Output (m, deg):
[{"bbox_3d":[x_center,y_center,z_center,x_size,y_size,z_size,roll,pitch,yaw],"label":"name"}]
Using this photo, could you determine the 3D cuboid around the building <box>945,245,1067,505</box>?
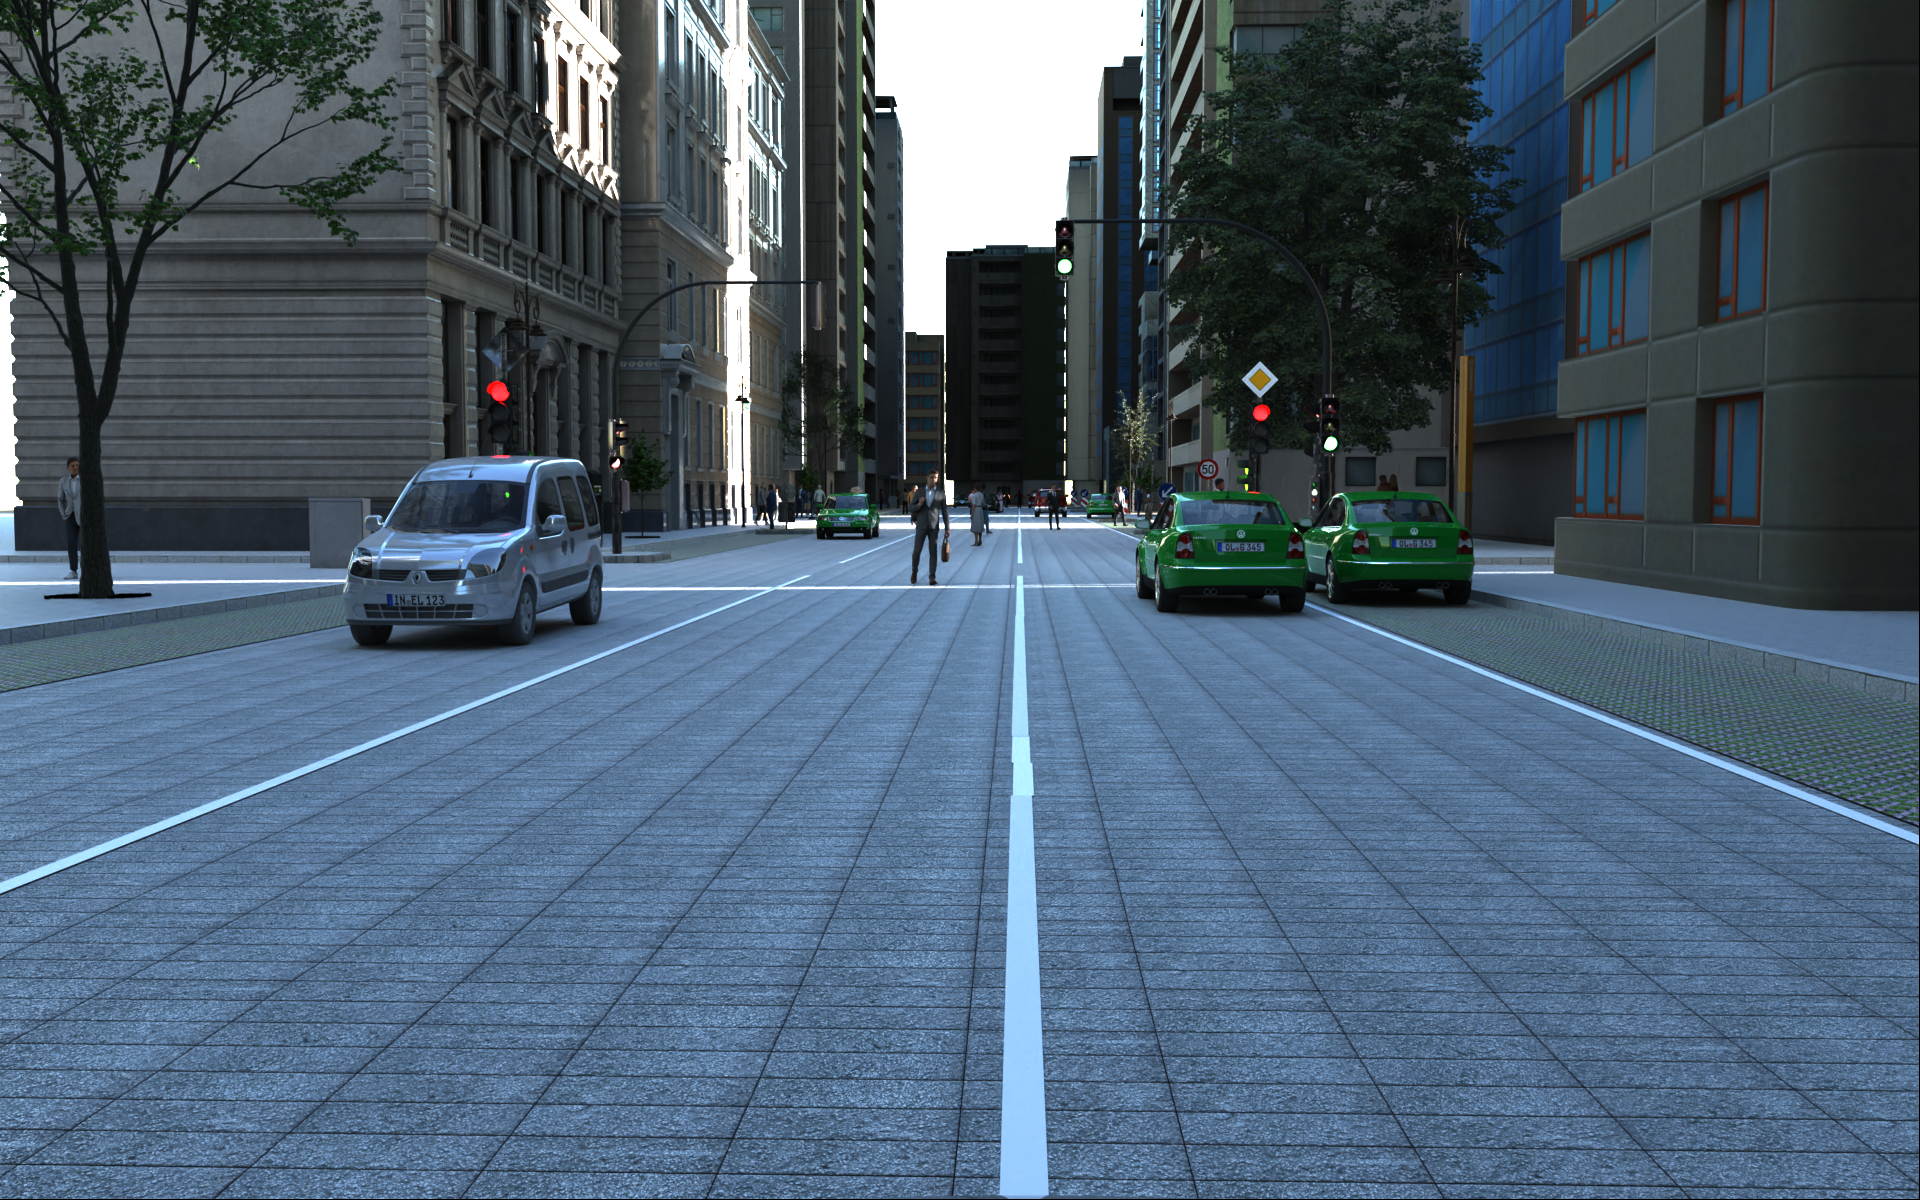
[{"bbox_3d":[5.323,-26.415,203.579,14.107,30.474,14.160,0,4,2],"label":"building"}]

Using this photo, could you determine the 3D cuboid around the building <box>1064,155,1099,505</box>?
[{"bbox_3d":[19.402,-31.737,202.500,14.086,41.232,14.154,0,4,2],"label":"building"}]

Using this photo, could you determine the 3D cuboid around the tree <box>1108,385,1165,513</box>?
[{"bbox_3d":[11.781,-10.215,117.382,4.360,8.622,3.978,0,3,0],"label":"tree"}]

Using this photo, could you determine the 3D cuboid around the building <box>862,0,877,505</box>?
[{"bbox_3d":[-18.134,-31.401,137.105,21.300,48.544,21.600,0,4,2],"label":"building"}]

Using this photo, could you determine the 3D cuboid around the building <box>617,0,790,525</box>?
[{"bbox_3d":[-16.512,-18.471,87.898,13.634,28.700,20.117,0,4,2],"label":"building"}]

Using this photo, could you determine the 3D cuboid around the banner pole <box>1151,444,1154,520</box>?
[{"bbox_3d":[9.687,-5.942,87.166,0.401,3.779,0.863,0,4,0],"label":"banner pole"}]

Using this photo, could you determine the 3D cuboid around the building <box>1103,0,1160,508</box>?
[{"bbox_3d":[24.950,-51.493,154.587,22.319,86.520,31.000,0,4,2],"label":"building"}]

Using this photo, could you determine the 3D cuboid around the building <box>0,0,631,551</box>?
[{"bbox_3d":[-16.263,-13.370,47.475,11.050,23.489,19.941,0,4,2],"label":"building"}]

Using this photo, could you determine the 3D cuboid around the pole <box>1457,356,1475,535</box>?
[{"bbox_3d":[7.485,-1.945,25.652,0.158,3.312,0.155,0,3,0],"label":"pole"}]

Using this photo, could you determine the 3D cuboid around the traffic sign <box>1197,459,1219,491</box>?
[{"bbox_3d":[8.886,-3.793,62.120,0.768,2.556,0.104,1,4,8],"label":"traffic sign"}]

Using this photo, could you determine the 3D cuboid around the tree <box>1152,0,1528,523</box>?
[{"bbox_3d":[9.227,-8.390,43.832,9.857,13.997,8.962,0,3,0],"label":"tree"}]

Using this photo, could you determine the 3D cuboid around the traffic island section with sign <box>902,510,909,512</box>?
[{"bbox_3d":[-3.577,-7.980,139.100,1.989,1.847,2.006,0,4,2],"label":"traffic island section with sign"}]

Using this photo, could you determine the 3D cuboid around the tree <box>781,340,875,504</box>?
[{"bbox_3d":[-8.617,-10.458,105.397,7.601,10.594,8.767,1,4,19],"label":"tree"}]

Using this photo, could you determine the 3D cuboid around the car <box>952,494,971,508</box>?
[{"bbox_3d":[0.247,-10.477,183.089,2.131,1.459,4.920,0,4,1],"label":"car"}]

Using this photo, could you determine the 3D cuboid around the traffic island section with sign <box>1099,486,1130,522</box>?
[{"bbox_3d":[8.123,-4.900,88.743,1.989,1.847,2.006,0,4,2],"label":"traffic island section with sign"}]

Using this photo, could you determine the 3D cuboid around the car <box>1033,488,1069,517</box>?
[{"bbox_3d":[5.724,-6.142,109.092,2.281,1.827,5.304,0,4,3],"label":"car"}]

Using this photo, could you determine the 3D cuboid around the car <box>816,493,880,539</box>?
[{"bbox_3d":[-3.634,-2.915,56.449,1.959,1.807,4.718,0,4,2],"label":"car"}]

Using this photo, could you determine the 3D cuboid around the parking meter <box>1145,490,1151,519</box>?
[{"bbox_3d":[9.659,-4.902,88.565,0.372,1.533,0.369,0,3,0],"label":"parking meter"}]

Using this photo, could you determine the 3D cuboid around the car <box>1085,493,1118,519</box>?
[{"bbox_3d":[8.355,-5.701,102.013,1.959,1.807,4.718,0,4,3],"label":"car"}]

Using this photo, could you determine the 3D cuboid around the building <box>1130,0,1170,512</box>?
[{"bbox_3d":[23.666,-42.229,128.699,20.563,71.187,20.611,0,4,2],"label":"building"}]

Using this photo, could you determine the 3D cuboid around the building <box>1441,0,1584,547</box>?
[{"bbox_3d":[21.301,-24.083,43.866,14.200,45.320,14.600,0,4,2],"label":"building"}]

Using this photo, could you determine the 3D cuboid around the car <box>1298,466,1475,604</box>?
[{"bbox_3d":[5.738,-0.919,23.820,1.959,1.807,4.718,0,4,2],"label":"car"}]

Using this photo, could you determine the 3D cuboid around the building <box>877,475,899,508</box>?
[{"bbox_3d":[-22.146,-28.690,160.970,32.217,40.220,23.993,0,4,2],"label":"building"}]

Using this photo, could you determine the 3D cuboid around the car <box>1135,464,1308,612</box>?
[{"bbox_3d":[3.295,-0.831,22.379,1.959,1.807,4.718,0,4,1],"label":"car"}]

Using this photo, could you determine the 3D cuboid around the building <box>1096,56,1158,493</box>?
[{"bbox_3d":[21.304,-32.320,178.540,14.600,45.320,14.200,0,4,2],"label":"building"}]

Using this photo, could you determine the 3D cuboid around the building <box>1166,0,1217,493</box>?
[{"bbox_3d":[23.426,-29.013,98.072,21.300,48.544,21.600,0,4,2],"label":"building"}]

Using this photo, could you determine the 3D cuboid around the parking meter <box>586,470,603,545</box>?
[{"bbox_3d":[-8.878,-2.223,42.055,0.255,1.863,0.399,-3,5,-40],"label":"parking meter"}]

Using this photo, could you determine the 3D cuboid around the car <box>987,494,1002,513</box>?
[{"bbox_3d":[2.136,-7.356,130.056,2.009,1.686,4.222,0,4,3],"label":"car"}]

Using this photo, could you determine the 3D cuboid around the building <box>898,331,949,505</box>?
[{"bbox_3d":[-16.351,-22.388,211.082,28.899,21.520,27.650,0,4,2],"label":"building"}]

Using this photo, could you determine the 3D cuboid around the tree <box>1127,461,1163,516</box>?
[{"bbox_3d":[11.063,-6.476,100.488,1.663,3.219,1.824,0,3,0],"label":"tree"}]

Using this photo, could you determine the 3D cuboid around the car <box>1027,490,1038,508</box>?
[{"bbox_3d":[7.957,-10.226,175.867,2.281,1.827,5.304,0,4,3],"label":"car"}]

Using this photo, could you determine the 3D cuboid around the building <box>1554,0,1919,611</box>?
[{"bbox_3d":[22.911,-10.238,12.425,27.650,21.520,28.899,0,4,2],"label":"building"}]

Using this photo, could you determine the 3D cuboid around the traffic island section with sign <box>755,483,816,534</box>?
[{"bbox_3d":[-6.208,-3.268,62.063,1.989,1.847,2.006,0,4,2],"label":"traffic island section with sign"}]

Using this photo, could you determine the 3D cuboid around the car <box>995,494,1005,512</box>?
[{"bbox_3d":[2.518,-7.645,137.002,2.014,1.417,4.499,0,4,3],"label":"car"}]

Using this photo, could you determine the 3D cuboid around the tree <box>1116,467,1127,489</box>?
[{"bbox_3d":[11.821,-7.880,123.441,1.663,3.219,1.824,0,3,0],"label":"tree"}]

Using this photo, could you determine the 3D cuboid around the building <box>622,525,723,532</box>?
[{"bbox_3d":[-15.853,-17.211,67.305,13.634,28.700,20.117,0,4,2],"label":"building"}]

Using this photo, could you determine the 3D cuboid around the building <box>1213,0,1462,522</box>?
[{"bbox_3d":[16.777,-23.436,66.774,14.154,41.232,14.086,0,4,2],"label":"building"}]

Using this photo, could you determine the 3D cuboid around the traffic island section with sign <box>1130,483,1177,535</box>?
[{"bbox_3d":[7.205,-3.242,61.635,1.989,1.847,2.006,0,4,2],"label":"traffic island section with sign"}]

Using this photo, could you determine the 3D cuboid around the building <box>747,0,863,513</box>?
[{"bbox_3d":[-14.244,-26.653,119.376,14.154,41.232,14.086,0,4,2],"label":"building"}]

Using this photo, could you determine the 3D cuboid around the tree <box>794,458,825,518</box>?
[{"bbox_3d":[-8.294,-6.058,93.652,1.663,3.219,1.824,0,3,0],"label":"tree"}]

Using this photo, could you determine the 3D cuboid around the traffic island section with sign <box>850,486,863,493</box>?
[{"bbox_3d":[-5.294,-4.916,89.003,1.989,1.847,2.006,0,4,2],"label":"traffic island section with sign"}]

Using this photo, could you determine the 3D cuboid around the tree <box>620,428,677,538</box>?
[{"bbox_3d":[-9.264,-3.413,50.411,1.663,3.219,1.824,0,3,0],"label":"tree"}]

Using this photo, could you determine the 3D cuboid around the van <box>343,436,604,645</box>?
[{"bbox_3d":[-4.869,-0.655,17.726,2.013,2.044,4.112,0,4,2],"label":"van"}]

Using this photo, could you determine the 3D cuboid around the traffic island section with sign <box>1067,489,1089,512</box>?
[{"bbox_3d":[9.830,-7.952,138.641,1.989,1.847,2.006,0,4,2],"label":"traffic island section with sign"}]

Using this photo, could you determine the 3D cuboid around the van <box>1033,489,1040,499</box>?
[{"bbox_3d":[6.907,-8.149,140.245,2.013,2.044,4.112,0,4,1],"label":"van"}]

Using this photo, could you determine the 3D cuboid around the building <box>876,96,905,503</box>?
[{"bbox_3d":[-12.894,-30.389,180.458,14.086,41.232,14.154,0,4,2],"label":"building"}]
